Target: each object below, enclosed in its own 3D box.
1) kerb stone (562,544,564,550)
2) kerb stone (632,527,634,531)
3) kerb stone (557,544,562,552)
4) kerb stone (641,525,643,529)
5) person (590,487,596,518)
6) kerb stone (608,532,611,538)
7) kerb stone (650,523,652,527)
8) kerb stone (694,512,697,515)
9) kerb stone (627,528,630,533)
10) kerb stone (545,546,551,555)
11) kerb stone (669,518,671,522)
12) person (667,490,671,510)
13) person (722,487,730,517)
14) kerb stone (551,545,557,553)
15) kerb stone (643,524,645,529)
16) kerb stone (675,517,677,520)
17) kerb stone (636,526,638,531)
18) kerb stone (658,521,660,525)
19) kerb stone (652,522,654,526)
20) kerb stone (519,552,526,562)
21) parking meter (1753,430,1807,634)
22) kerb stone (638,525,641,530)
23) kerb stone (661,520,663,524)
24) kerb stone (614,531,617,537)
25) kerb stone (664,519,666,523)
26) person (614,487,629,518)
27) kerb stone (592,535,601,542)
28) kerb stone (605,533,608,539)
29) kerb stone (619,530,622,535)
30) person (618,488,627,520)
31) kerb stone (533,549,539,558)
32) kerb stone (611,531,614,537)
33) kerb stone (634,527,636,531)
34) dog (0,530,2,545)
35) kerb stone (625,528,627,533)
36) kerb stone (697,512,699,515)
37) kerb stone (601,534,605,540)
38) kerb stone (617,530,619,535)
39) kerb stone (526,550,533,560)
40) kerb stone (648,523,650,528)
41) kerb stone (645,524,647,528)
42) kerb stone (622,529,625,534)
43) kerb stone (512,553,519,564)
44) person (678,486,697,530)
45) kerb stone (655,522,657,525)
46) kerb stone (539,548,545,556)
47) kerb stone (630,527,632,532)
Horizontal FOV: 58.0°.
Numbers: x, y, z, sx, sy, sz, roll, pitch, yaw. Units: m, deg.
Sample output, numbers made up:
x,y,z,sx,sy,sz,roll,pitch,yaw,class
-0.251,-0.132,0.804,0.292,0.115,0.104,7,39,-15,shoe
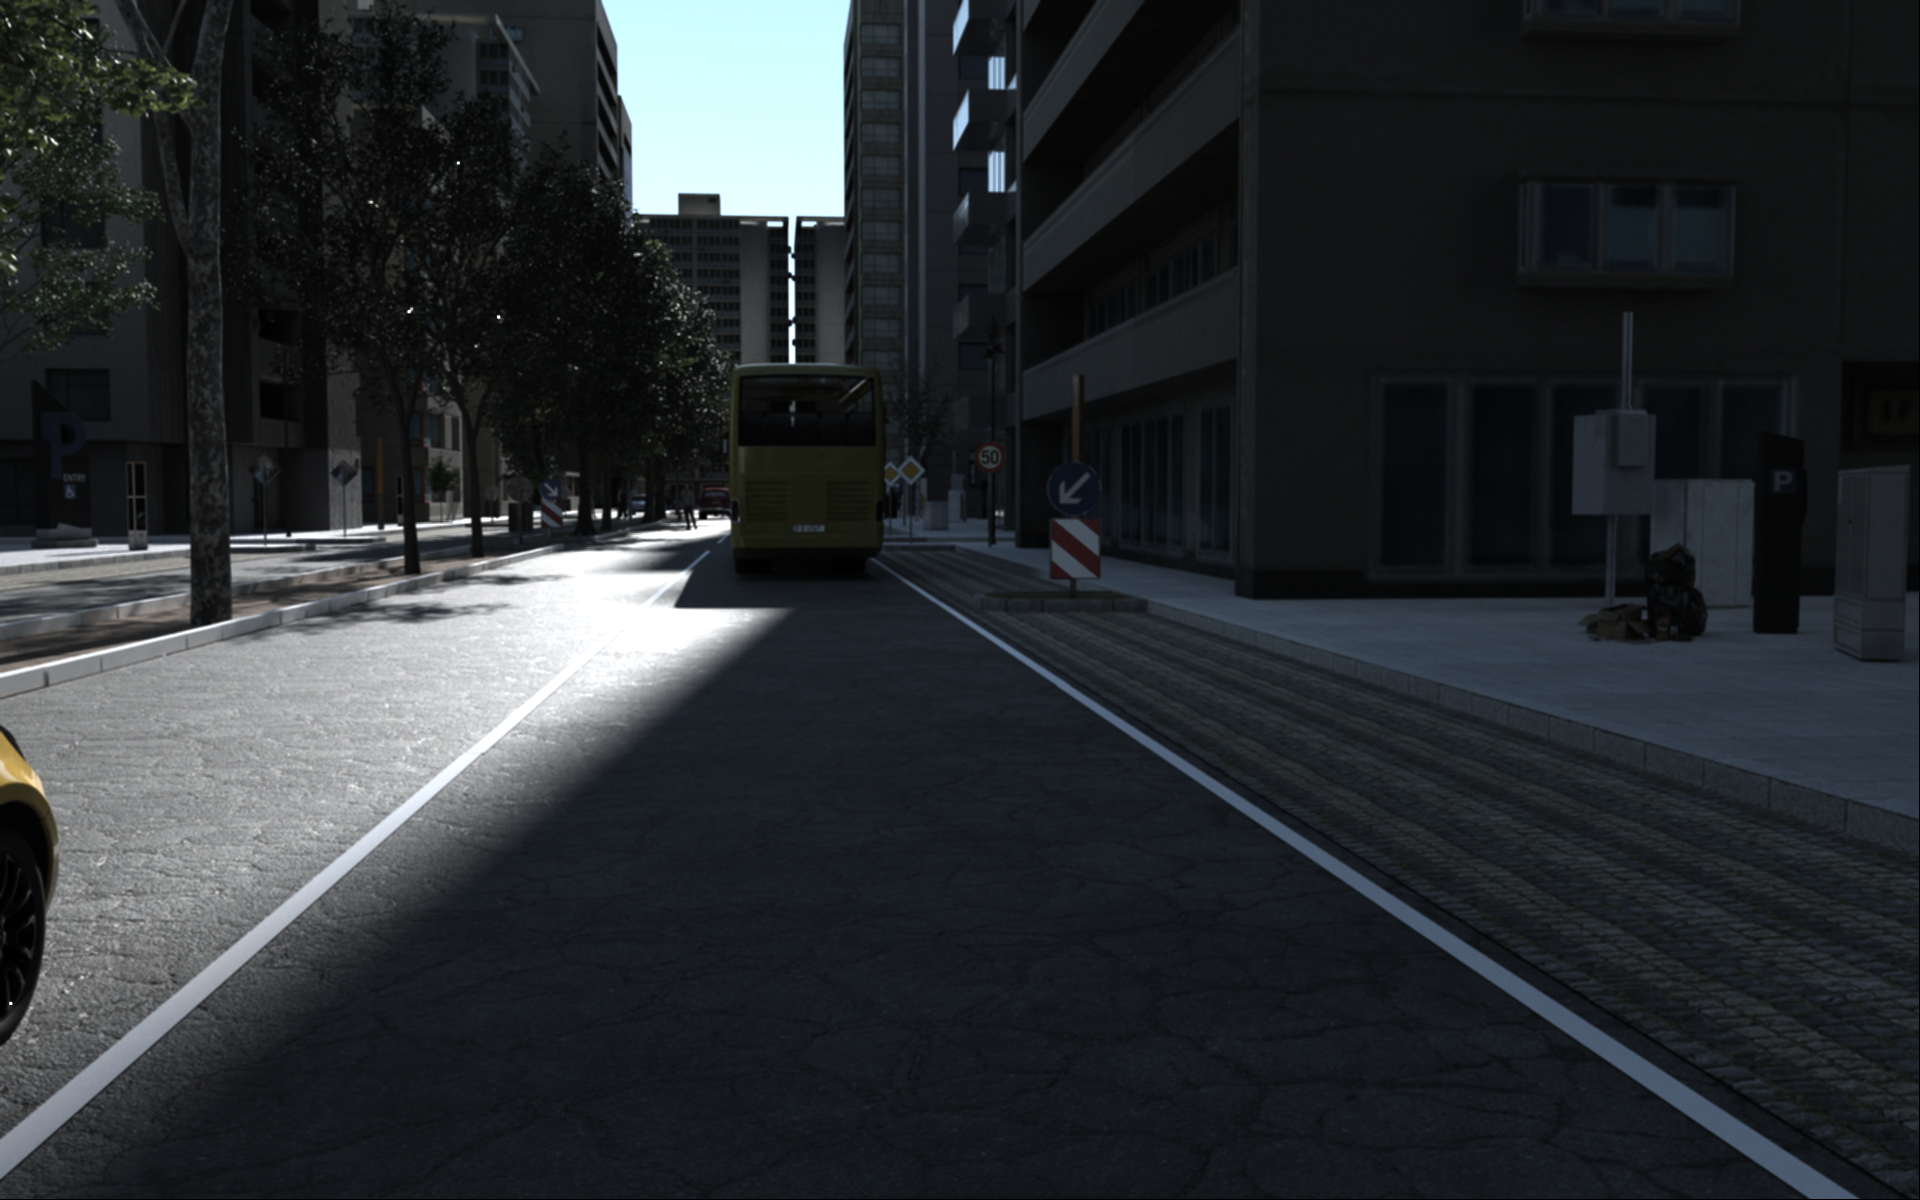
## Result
x,y,z,sx,sy,sz,roll,pitch,yaw,class
-10.170,-1.330,43.936,0.120,0.150,1.000,0,4,-6,kerb stone
-12.412,-2.613,64.917,0.120,0.150,1.000,0,4,-6,kerb stone
-10.061,-1.264,42.920,0.120,0.150,1.000,0,4,-6,kerb stone
-12.838,-2.858,68.987,0.120,0.150,1.000,0,4,-6,kerb stone
-21.788,-5.732,102.093,0.818,1.842,0.514,0,4,2,person
-11.430,-2.052,55.749,0.120,0.150,1.000,0,4,-6,kerb stone
-13.382,-3.168,74.073,0.120,0.150,1.000,0,4,-6,kerb stone
-17.854,-5.729,115.860,0.120,0.150,1.000,0,4,-6,kerb stone
-12.189,-2.488,62.875,0.120,0.150,1.000,0,4,-6,kerb stone
-9.843,-1.143,40.887,0.120,0.150,1.000,0,4,-6,kerb stone
-14.800,-3.984,87.326,0.120,0.150,1.000,0,4,-6,kerb stone
-25.663,-8.833,152.929,0.705,1.823,1.348,-1,4,-11,person
-14.504,-6.106,107.701,0.648,1.900,0.474,0,4,-1,person
-9.947,-1.203,41.904,0.120,0.150,1.000,0,4,-6,kerb stone
-12.953,-2.924,70.002,0.120,0.150,1.000,0,4,-6,kerb stone
-15.348,-4.290,92.420,0.120,0.150,1.000,0,4,-6,kerb stone
-12.632,-2.735,66.951,0.120,0.150,1.000,0,4,-6,kerb stone
-13.934,-3.486,79.184,0.120,0.150,1.000,0,4,-6,kerb stone
-13.493,-3.233,75.093,0.120,0.150,1.000,0,4,-6,kerb stone
-9.405,-0.894,36.812,0.120,0.150,1.000,0,4,-6,kerb stone
7.556,-0.626,15.950,0.399,1.863,0.255,1,4,16,parking meter
-12.728,-2.800,67.968,0.120,0.150,1.000,0,4,-6,kerb stone
-14.151,-3.610,81.217,0.120,0.150,1.000,0,4,-6,kerb stone
-11.643,-2.174,57.789,0.120,0.150,1.000,0,4,-6,kerb stone
-14.364,-3.732,83.250,0.120,0.150,1.000,0,4,-6,kerb stone
-20.001,-5.732,102.315,0.850,1.850,0.679,0,4,7,person
-11.101,-1.862,52.688,0.120,0.150,1.000,0,4,-6,kerb stone
-11.326,-1.985,54.732,0.120,0.150,1.000,0,4,-6,kerb stone
-11.863,-2.301,59.821,0.120,0.150,1.000,0,4,-6,kerb stone
-18.838,-5.375,96.799,0.576,1.772,0.534,1,4,17,person
-9.623,-1.015,38.852,0.120,0.150,1.000,0,4,-6,kerb stone
-11.537,-2.111,56.766,0.120,0.150,1.000,0,4,-6,kerb stone
-12.523,-2.673,65.933,0.120,0.150,1.000,0,4,-6,kerb stone
-24.690,-1.524,44.211,0.406,0.507,0.540,-2,4,-29,dog
-12.081,-2.426,61.854,0.120,0.150,1.000,0,4,-6,kerb stone
-18.611,-6.164,122.992,0.120,0.150,1.000,0,4,-6,kerb stone
-11.206,-1.927,53.710,0.120,0.150,1.000,0,4,-6,kerb stone
-11.757,-2.239,58.805,0.120,0.150,1.000,0,4,-6,kerb stone
-9.516,-0.956,37.830,0.120,0.150,1.000,0,4,-6,kerb stone
-13.272,-3.111,73.056,0.120,0.150,1.000,0,4,-6,kerb stone
-13.056,-2.980,71.020,0.120,0.150,1.000,0,4,-6,kerb stone
-11.970,-2.359,60.838,0.120,0.150,1.000,0,4,-6,kerb stone
-9.292,-0.831,35.787,0.120,0.150,1.000,0,4,-6,kerb stone
-11.050,-3.728,69.946,0.782,1.767,0.515,1,4,19,person
-13.714,-3.359,77.131,0.120,0.150,1.000,0,4,-6,kerb stone
-9.731,-1.081,39.868,0.120,0.150,1.000,0,4,-6,kerb stone
-12.300,-2.551,63.901,0.120,0.150,1.000,0,4,-6,kerb stone
